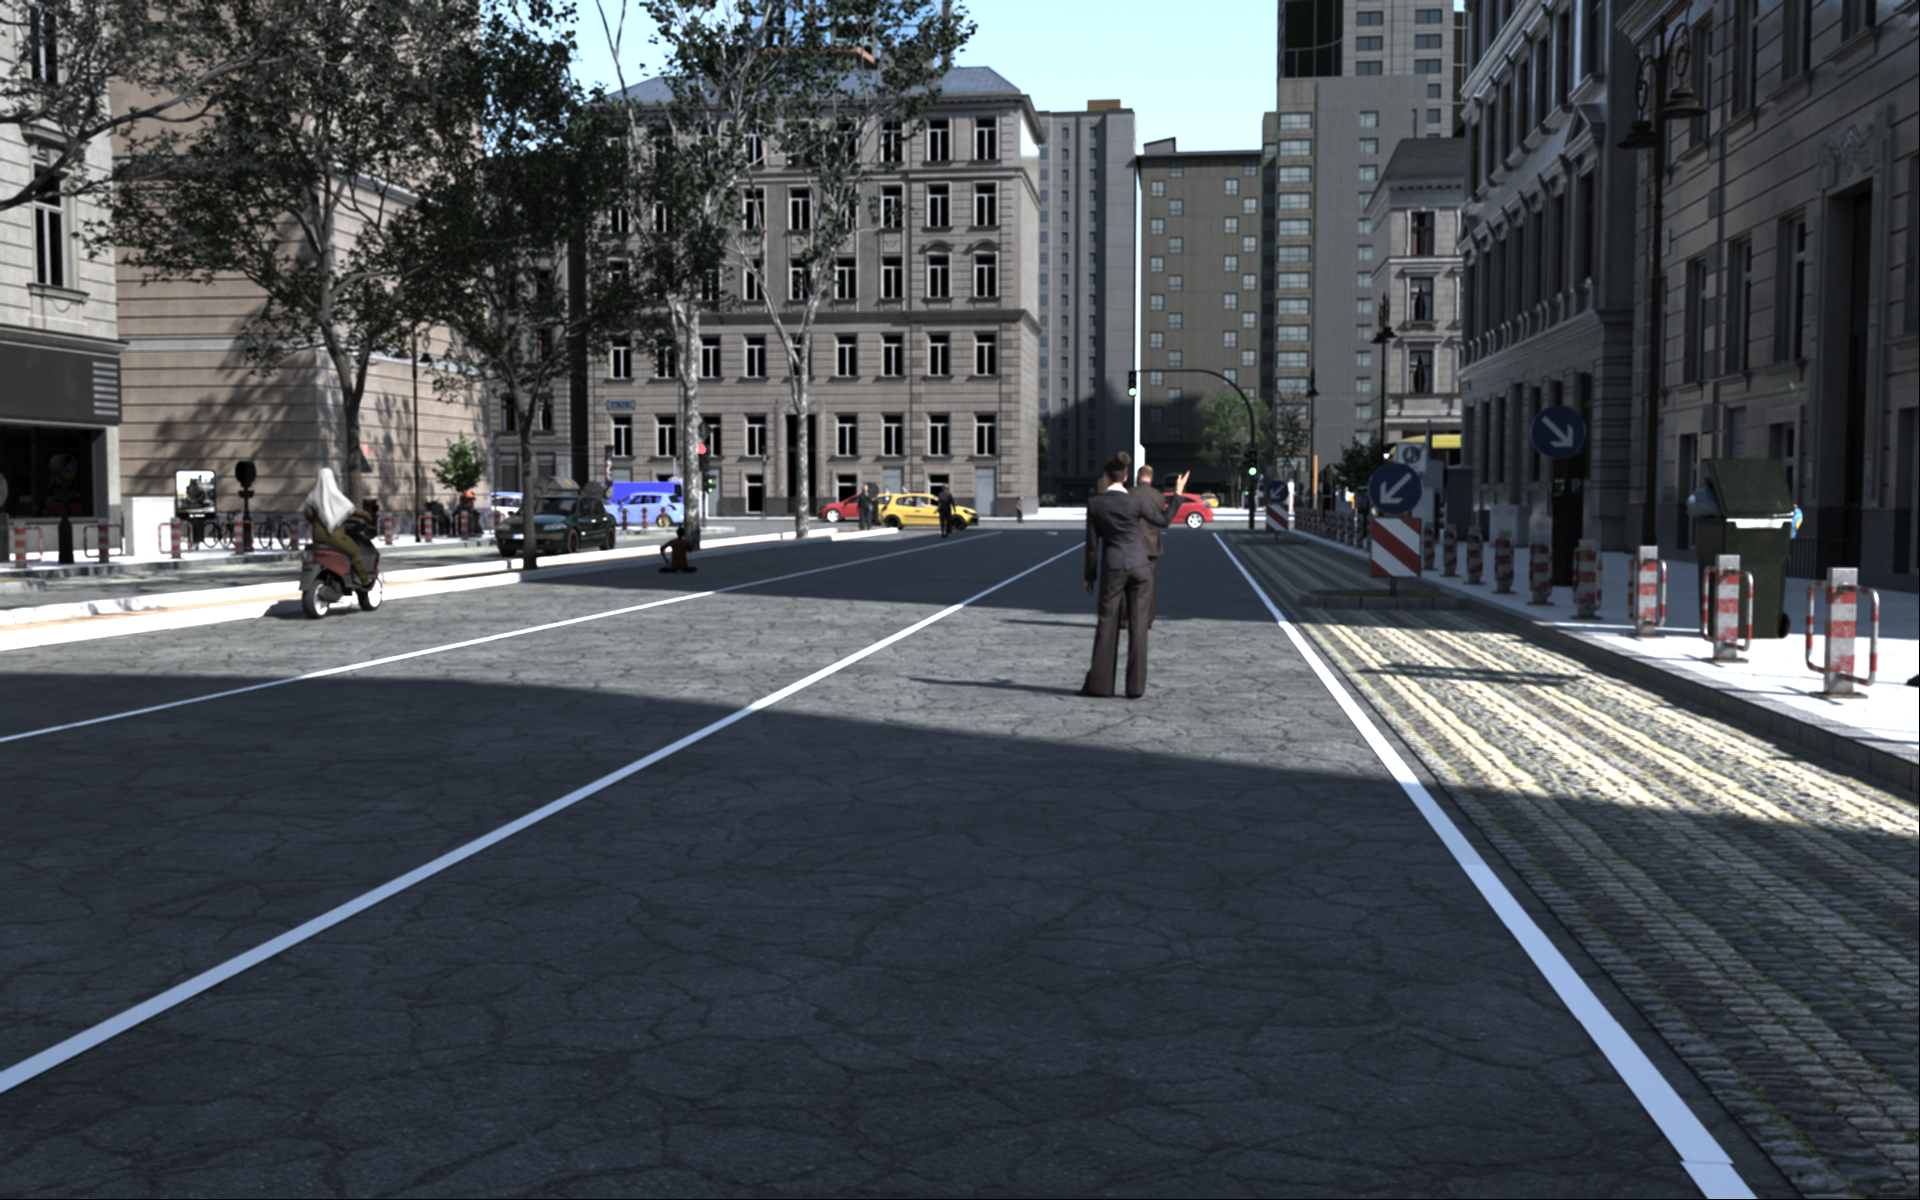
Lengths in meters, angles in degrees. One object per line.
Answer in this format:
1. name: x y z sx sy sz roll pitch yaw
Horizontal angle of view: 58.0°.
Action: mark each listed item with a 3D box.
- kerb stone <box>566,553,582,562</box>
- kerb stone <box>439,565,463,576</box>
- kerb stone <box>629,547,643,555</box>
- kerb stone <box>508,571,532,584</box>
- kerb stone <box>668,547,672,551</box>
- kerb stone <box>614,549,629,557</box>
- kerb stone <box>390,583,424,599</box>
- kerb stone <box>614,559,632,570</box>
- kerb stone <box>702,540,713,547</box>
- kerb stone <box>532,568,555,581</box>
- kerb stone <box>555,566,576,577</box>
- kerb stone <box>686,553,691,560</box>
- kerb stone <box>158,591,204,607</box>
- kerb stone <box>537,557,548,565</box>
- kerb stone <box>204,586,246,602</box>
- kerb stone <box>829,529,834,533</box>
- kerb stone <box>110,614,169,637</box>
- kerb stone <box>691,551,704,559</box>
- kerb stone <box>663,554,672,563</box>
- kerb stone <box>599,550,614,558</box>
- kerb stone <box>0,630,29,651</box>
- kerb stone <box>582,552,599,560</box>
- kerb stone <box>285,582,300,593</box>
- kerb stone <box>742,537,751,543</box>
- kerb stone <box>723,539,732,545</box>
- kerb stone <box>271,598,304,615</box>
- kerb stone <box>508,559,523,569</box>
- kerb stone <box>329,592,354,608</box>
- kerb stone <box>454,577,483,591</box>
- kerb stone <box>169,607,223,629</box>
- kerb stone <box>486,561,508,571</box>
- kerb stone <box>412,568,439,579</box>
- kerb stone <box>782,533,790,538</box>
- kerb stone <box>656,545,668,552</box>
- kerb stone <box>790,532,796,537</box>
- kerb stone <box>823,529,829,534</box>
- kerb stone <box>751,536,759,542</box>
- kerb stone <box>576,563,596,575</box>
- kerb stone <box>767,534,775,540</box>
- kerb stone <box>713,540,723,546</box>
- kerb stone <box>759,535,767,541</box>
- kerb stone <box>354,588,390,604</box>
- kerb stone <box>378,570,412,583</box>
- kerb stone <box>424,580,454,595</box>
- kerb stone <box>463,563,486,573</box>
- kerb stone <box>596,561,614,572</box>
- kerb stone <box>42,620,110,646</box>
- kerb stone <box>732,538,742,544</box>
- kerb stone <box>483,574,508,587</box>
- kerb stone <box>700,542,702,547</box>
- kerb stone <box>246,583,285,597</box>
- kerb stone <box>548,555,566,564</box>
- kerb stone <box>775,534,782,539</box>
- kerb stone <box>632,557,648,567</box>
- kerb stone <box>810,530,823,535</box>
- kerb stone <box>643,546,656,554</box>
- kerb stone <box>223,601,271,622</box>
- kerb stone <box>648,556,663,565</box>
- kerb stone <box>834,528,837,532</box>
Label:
1. kerb stone: -8.255 -0.878 36.544 0.120 0.150 1.000 0 4 7
2. kerb stone: -9.035 -0.502 30.421 0.120 0.150 1.000 0 4 7
3. kerb stone: -7.717 -1.124 40.620 0.120 0.150 1.000 0 4 7
4. kerb stone: -7.225 -0.357 28.075 0.120 0.150 1.000 0 4 7
5. kerb stone: -7.326 -1.313 43.672 0.120 0.150 1.000 0 4 7
6. kerb stone: -7.852 -1.064 39.598 0.120 0.150 1.000 0 4 7
7. kerb stone: -7.744 -0.108 24.008 0.120 0.150 1.000 0 4 7
8. kerb stone: -6.560 -0.672 33.190 0.120 0.150 1.000 0 4 7
9. kerb stone: -6.926 -1.501 46.739 0.120 0.150 1.000 0 4 7
10. kerb stone: -7.091 -0.422 29.096 0.120 0.150 1.000 0 4 7
11. kerb stone: -6.962 -0.484 30.126 0.120 0.150 1.000 0 4 7
12. kerb stone: -6.032 -0.922 37.264 0.120 0.150 1.000 0 4 7
13. kerb stone: -10.087 -0.002 22.258 0.120 0.150 1.000 0 4 7
14. kerb stone: -8.505 -0.747 34.497 0.120 0.150 1.000 0 4 7
15. kerb stone: -9.956 -0.060 23.275 0.120 0.150 1.000 0 4 7
16. kerb stone: -4.830 -2.499 63.061 0.120 0.150 1.000 0 4 7
17. kerb stone: -8.534 0.264 17.877 0.120 0.150 1.000 0 4 7
18. kerb stone: -5.902 -0.980 38.288 0.120 0.150 1.000 0 4 7
19. kerb stone: -6.160 -0.852 36.243 0.120 0.150 1.000 0 4 7
20. kerb stone: -7.989 -1.000 38.582 0.120 0.150 1.000 0 4 7
21. kerb stone: -8.799 0.389 15.838 0.120 0.150 1.000 0 4 7
22. kerb stone: -8.113 -0.939 37.559 0.120 0.150 1.000 0 4 7
23. kerb stone: -9.698 -0.182 25.322 0.120 0.150 1.000 0 4 7
24. kerb stone: -6.402 -1.751 50.818 0.120 0.150 1.000 0 4 7
25. kerb stone: -6.670 -1.622 48.783 0.120 0.150 1.000 0 4 7
26. kerb stone: -8.139 0.077 20.934 0.120 0.150 1.000 0 4 7
27. kerb stone: -8.641 -0.690 33.481 0.120 0.150 1.000 0 4 7
28. kerb stone: -8.004 0.015 21.950 0.120 0.150 1.000 0 4 7
29. kerb stone: -7.477 -0.233 26.041 0.120 0.150 1.000 0 4 7
30. kerb stone: -8.396 0.202 18.893 0.120 0.150 1.000 0 4 7
31. kerb stone: -8.770 -0.627 32.458 0.120 0.150 1.000 0 4 7
32. kerb stone: -9.164 -0.441 29.403 0.120 0.150 1.000 0 4 7
33. kerb stone: -5.751 -2.059 55.912 0.120 0.150 1.000 0 4 7
34. kerb stone: -7.456 -1.251 42.655 0.120 0.150 1.000 0 4 7
35. kerb stone: -5.613 -2.125 56.942 0.120 0.150 1.000 0 4 7
36. kerb stone: -4.957 -2.437 62.039 0.120 0.150 1.000 0 4 7
37. kerb stone: -6.266 -1.813 51.841 0.120 0.150 1.000 0 4 7
38. kerb stone: -6.822 -0.547 31.142 0.120 0.150 1.000 0 4 7
39. kerb stone: -6.017 -1.932 53.877 0.120 0.150 1.000 0 4 7
40. kerb stone: -6.795 -1.564 47.766 0.120 0.150 1.000 0 4 7
41. kerb stone: -6.145 -1.874 52.859 0.120 0.150 1.000 0 4 7
42. kerb stone: -7.876 -0.048 22.976 0.120 0.150 1.000 0 4 7
43. kerb stone: -9.294 -0.379 28.386 0.120 0.150 1.000 0 4 7
44. kerb stone: -7.614 -0.173 25.025 0.120 0.150 1.000 0 4 7
45. kerb stone: -8.907 -0.565 31.439 0.120 0.150 1.000 0 4 7
46. kerb stone: -6.698 -0.608 32.160 0.120 0.150 1.000 0 4 7
47. kerb stone: -8.664 0.326 16.860 0.120 0.150 1.000 0 4 7
48. kerb stone: -6.535 -1.688 49.801 0.120 0.150 1.000 0 4 7
49. kerb stone: -7.348 -0.292 27.058 0.120 0.150 1.000 0 4 7
50. kerb stone: -7.067 -1.435 45.723 0.120 0.150 1.000 0 4 7
51. kerb stone: -9.820 -0.128 24.293 0.120 0.150 1.000 0 4 7
52. kerb stone: -8.376 -0.815 35.519 0.120 0.150 1.000 0 4 7
53. kerb stone: -5.890 -2.000 54.896 0.120 0.150 1.000 0 4 7
54. kerb stone: -6.423 -0.735 34.206 0.120 0.150 1.000 0 4 7
55. kerb stone: -5.091 -2.373 61.023 0.120 0.150 1.000 0 4 7
56. kerb stone: -7.589 -1.187 41.637 0.120 0.150 1.000 0 4 7
57. kerb stone: -8.271 0.144 19.911 0.120 0.150 1.000 0 4 7
58. kerb stone: -6.301 -0.795 35.224 0.120 0.150 1.000 0 4 7
59. kerb stone: -4.690 -2.562 64.078 0.120 0.150 1.000 0 4 7
